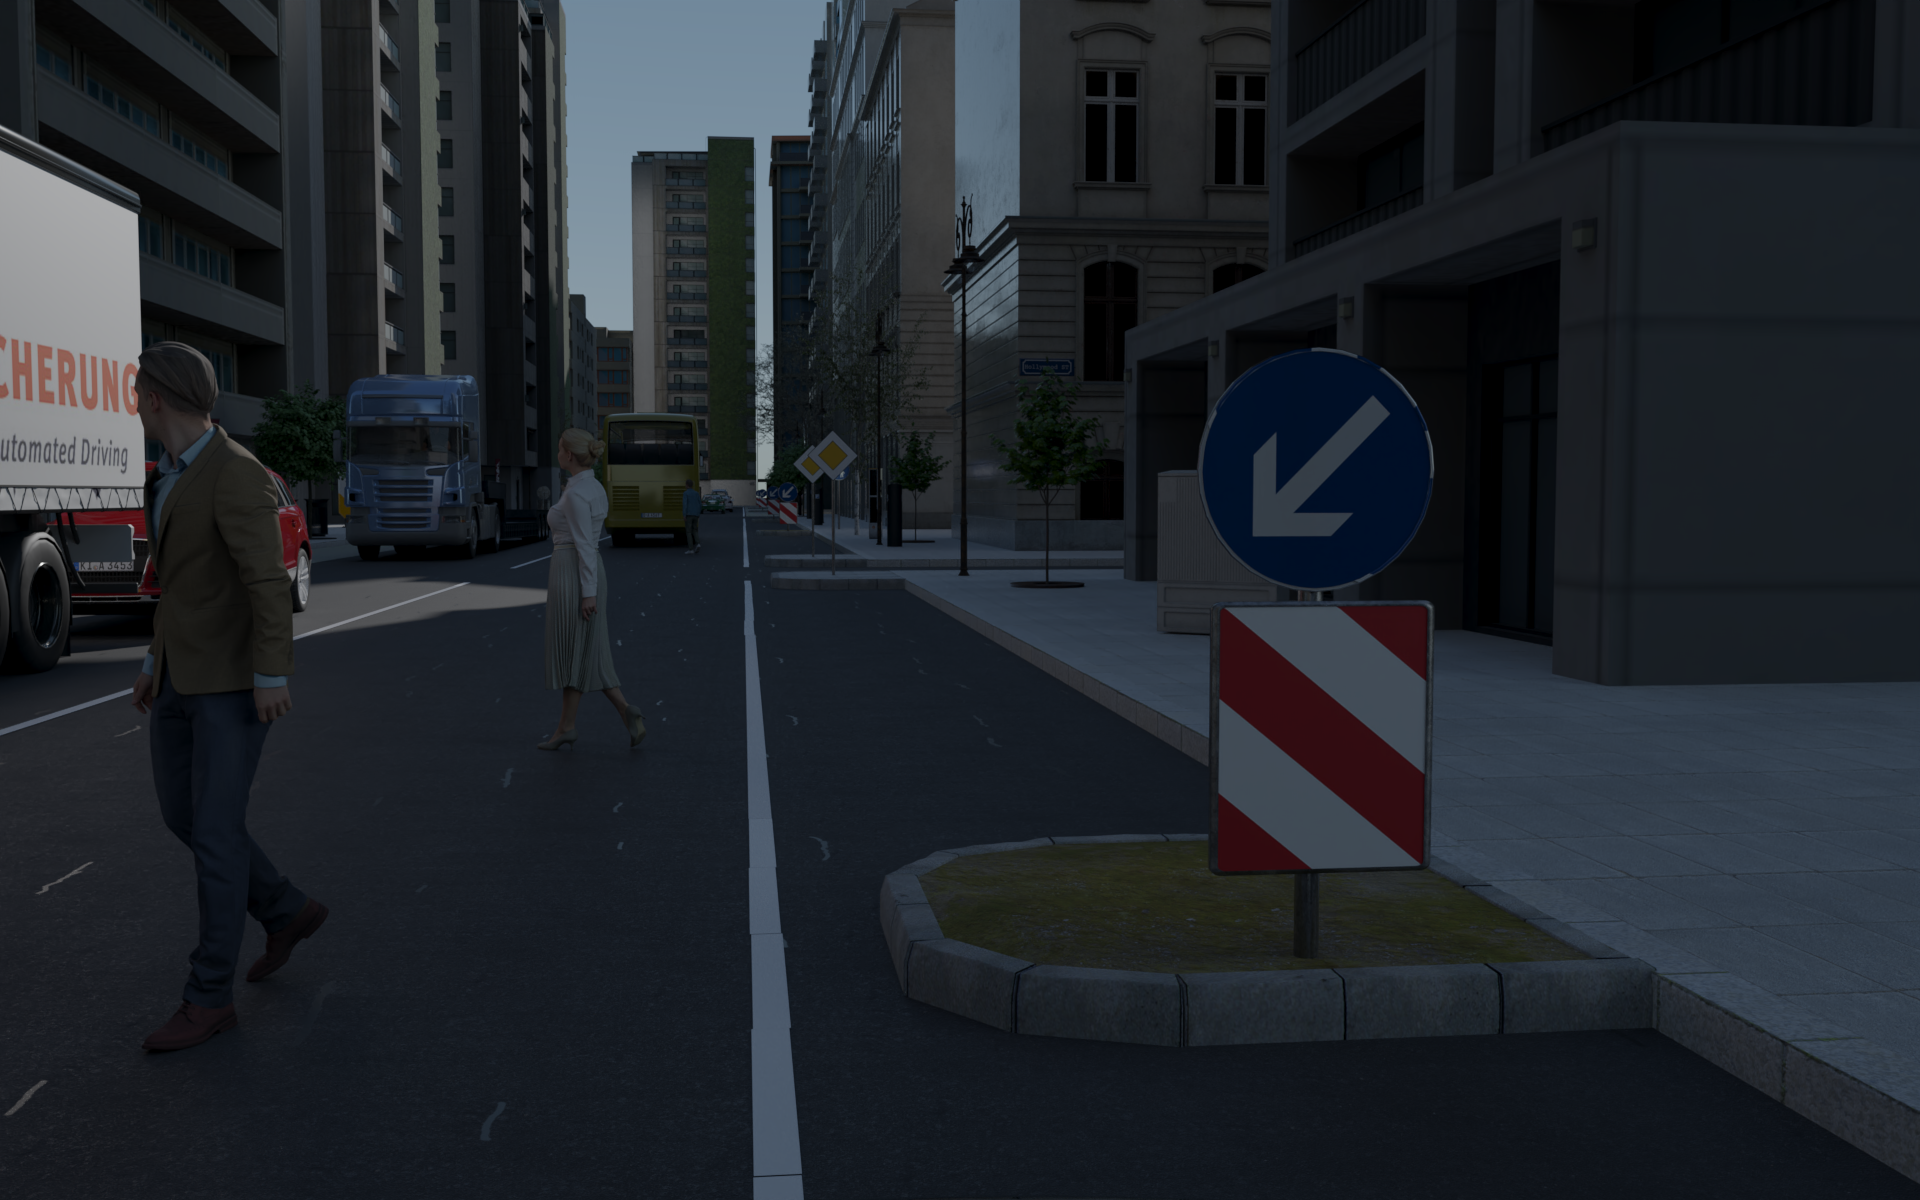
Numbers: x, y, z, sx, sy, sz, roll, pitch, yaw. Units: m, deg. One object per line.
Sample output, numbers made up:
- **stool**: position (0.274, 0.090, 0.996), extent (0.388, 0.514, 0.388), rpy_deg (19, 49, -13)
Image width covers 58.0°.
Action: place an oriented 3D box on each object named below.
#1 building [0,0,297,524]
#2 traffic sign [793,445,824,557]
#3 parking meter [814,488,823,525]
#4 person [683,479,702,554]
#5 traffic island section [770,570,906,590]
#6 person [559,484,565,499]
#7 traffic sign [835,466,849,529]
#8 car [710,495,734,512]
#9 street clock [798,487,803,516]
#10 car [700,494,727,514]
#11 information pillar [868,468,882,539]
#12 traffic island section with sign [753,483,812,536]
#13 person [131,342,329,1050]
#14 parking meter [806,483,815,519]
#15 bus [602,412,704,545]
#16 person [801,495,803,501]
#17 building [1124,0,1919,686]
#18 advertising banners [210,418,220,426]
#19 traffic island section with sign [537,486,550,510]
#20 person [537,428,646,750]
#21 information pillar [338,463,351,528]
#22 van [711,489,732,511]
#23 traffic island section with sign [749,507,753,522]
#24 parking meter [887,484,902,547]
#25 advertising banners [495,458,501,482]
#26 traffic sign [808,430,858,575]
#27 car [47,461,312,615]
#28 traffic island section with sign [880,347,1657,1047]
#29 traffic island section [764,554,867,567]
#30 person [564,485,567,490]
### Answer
- **building**: position (-30.744, -25.642, 42.949), extent (21.300, 48.544, 21.600), rpy_deg (0, 4, -7)
- **traffic sign**: position (-2.997, -1.933, 35.248), extent (0.795, 2.450, 0.064), rpy_deg (0, 4, -7)
- **parking meter**: position (-5.836, -3.846, 71.288), extent (0.372, 1.533, 0.369), rpy_deg (0, 3, 0)
- **person**: position (-6.415, -1.994, 41.447), extent (0.601, 1.785, 0.444), rpy_deg (-3, 5, -41)
- **traffic island section**: position (-1.981, -0.313, 27.405), extent (2.009, 0.180, 2.903), rpy_deg (0, 4, -7)
- **person**: position (-16.177, -3.831, 70.912), extent (0.659, 1.850, 0.755), rpy_deg (1, 4, 22)
- **traffic sign**: position (-4.396, -3.839, 62.877), extent (0.768, 2.556, 0.104), rpy_deg (0, 4, -5)
- **car**: position (-19.103, -7.714, 138.483), extent (2.083, 1.381, 4.827), rpy_deg (-1, 4, -8)
- **street clock**: position (-9.525, -6.036, 103.254), extent (0.471, 2.002, 0.358), rpy_deg (0, 4, -1)
- **car**: position (-17.979, -6.972, 125.793), extent (2.131, 1.459, 4.920), rpy_deg (-1, 4, -9)
- **information pillar**: position (-2.414, -2.755, 49.541), extent (0.304, 2.012, 0.304), rpy_deg (1, 4, 22)
- **traffic island section with sign**: position (-6.115, -3.163, 60.343), extent (1.989, 1.847, 2.006), rpy_deg (0, 4, -7)
- **person**: position (-2.064, 0.222, 4.785), extent (0.656, 1.842, 0.836), rpy_deg (1, 4, 12)
- **parking meter**: position (-7.706, -5.119, 89.400), extent (0.399, 1.863, 0.255), rpy_deg (-3, 5, -42)
- **bus**: position (-9.079, -3.679, 51.704), extent (2.896, 3.916, 12.252), rpy_deg (-1, 4, -9)
- **person**: position (-17.159, -11.075, 190.520), extent (0.436, 1.711, 0.756), rpy_deg (2, 4, 32)
- **building**: position (13.880, -35.283, 15.136), extent (20.563, 71.187, 20.611), rpy_deg (0, 4, -7)
- **advertising banners**: position (-17.534, -2.633, 39.231), extent (0.090, 3.025, 2.074), rpy_deg (1, 4, 23)
- **traffic island section with sign**: position (-20.742, -4.757, 86.406), extent (1.989, 1.847, 2.006), rpy_deg (0, 4, -7)
- **person**: position (-2.063, -0.059, 9.684), extent (0.641, 1.798, 0.478), rpy_deg (1, 4, 15)
- **information pillar**: position (-23.411, -4.557, 65.866), extent (0.183, 3.616, 0.504), rpy_deg (2, 4, 34)
- **van**: position (-20.797, -8.749, 150.052), extent (2.013, 2.044, 4.112), rpy_deg (0, 4, -6)
- **traffic island section with sign**: position (-9.584, -4.852, 87.966), extent (1.989, 1.847, 2.006), rpy_deg (0, 4, -7)
- **parking meter**: position (-1.591, -2.065, 42.179), extent (0.372, 1.533, 0.369), rpy_deg (0, 3, 0)
- **advertising banners**: position (-22.844, -5.388, 84.282), extent (0.090, 3.025, 2.074), rpy_deg (1, 4, 14)
- **traffic sign**: position (-2.003, -1.448, 27.325), extent (0.795, 2.450, 0.064), rpy_deg (0, 4, -7)
- **car**: position (-8.734, -0.656, 19.406), extent (2.281, 1.827, 5.304), rpy_deg (-1, 4, -9)
- **traffic island section with sign**: position (0.771, 0.194, 5.464), extent (1.989, 1.847, 2.006), rpy_deg (0, 4, -7)
- **traffic island section**: position (-2.975, -0.798, 35.328), extent (2.009, 0.180, 2.903), rpy_deg (0, 4, -7)
- **person**: position (-15.827, -3.719, 69.505), extent (0.583, 1.804, 0.606), rpy_deg (-3, 5, -41)
